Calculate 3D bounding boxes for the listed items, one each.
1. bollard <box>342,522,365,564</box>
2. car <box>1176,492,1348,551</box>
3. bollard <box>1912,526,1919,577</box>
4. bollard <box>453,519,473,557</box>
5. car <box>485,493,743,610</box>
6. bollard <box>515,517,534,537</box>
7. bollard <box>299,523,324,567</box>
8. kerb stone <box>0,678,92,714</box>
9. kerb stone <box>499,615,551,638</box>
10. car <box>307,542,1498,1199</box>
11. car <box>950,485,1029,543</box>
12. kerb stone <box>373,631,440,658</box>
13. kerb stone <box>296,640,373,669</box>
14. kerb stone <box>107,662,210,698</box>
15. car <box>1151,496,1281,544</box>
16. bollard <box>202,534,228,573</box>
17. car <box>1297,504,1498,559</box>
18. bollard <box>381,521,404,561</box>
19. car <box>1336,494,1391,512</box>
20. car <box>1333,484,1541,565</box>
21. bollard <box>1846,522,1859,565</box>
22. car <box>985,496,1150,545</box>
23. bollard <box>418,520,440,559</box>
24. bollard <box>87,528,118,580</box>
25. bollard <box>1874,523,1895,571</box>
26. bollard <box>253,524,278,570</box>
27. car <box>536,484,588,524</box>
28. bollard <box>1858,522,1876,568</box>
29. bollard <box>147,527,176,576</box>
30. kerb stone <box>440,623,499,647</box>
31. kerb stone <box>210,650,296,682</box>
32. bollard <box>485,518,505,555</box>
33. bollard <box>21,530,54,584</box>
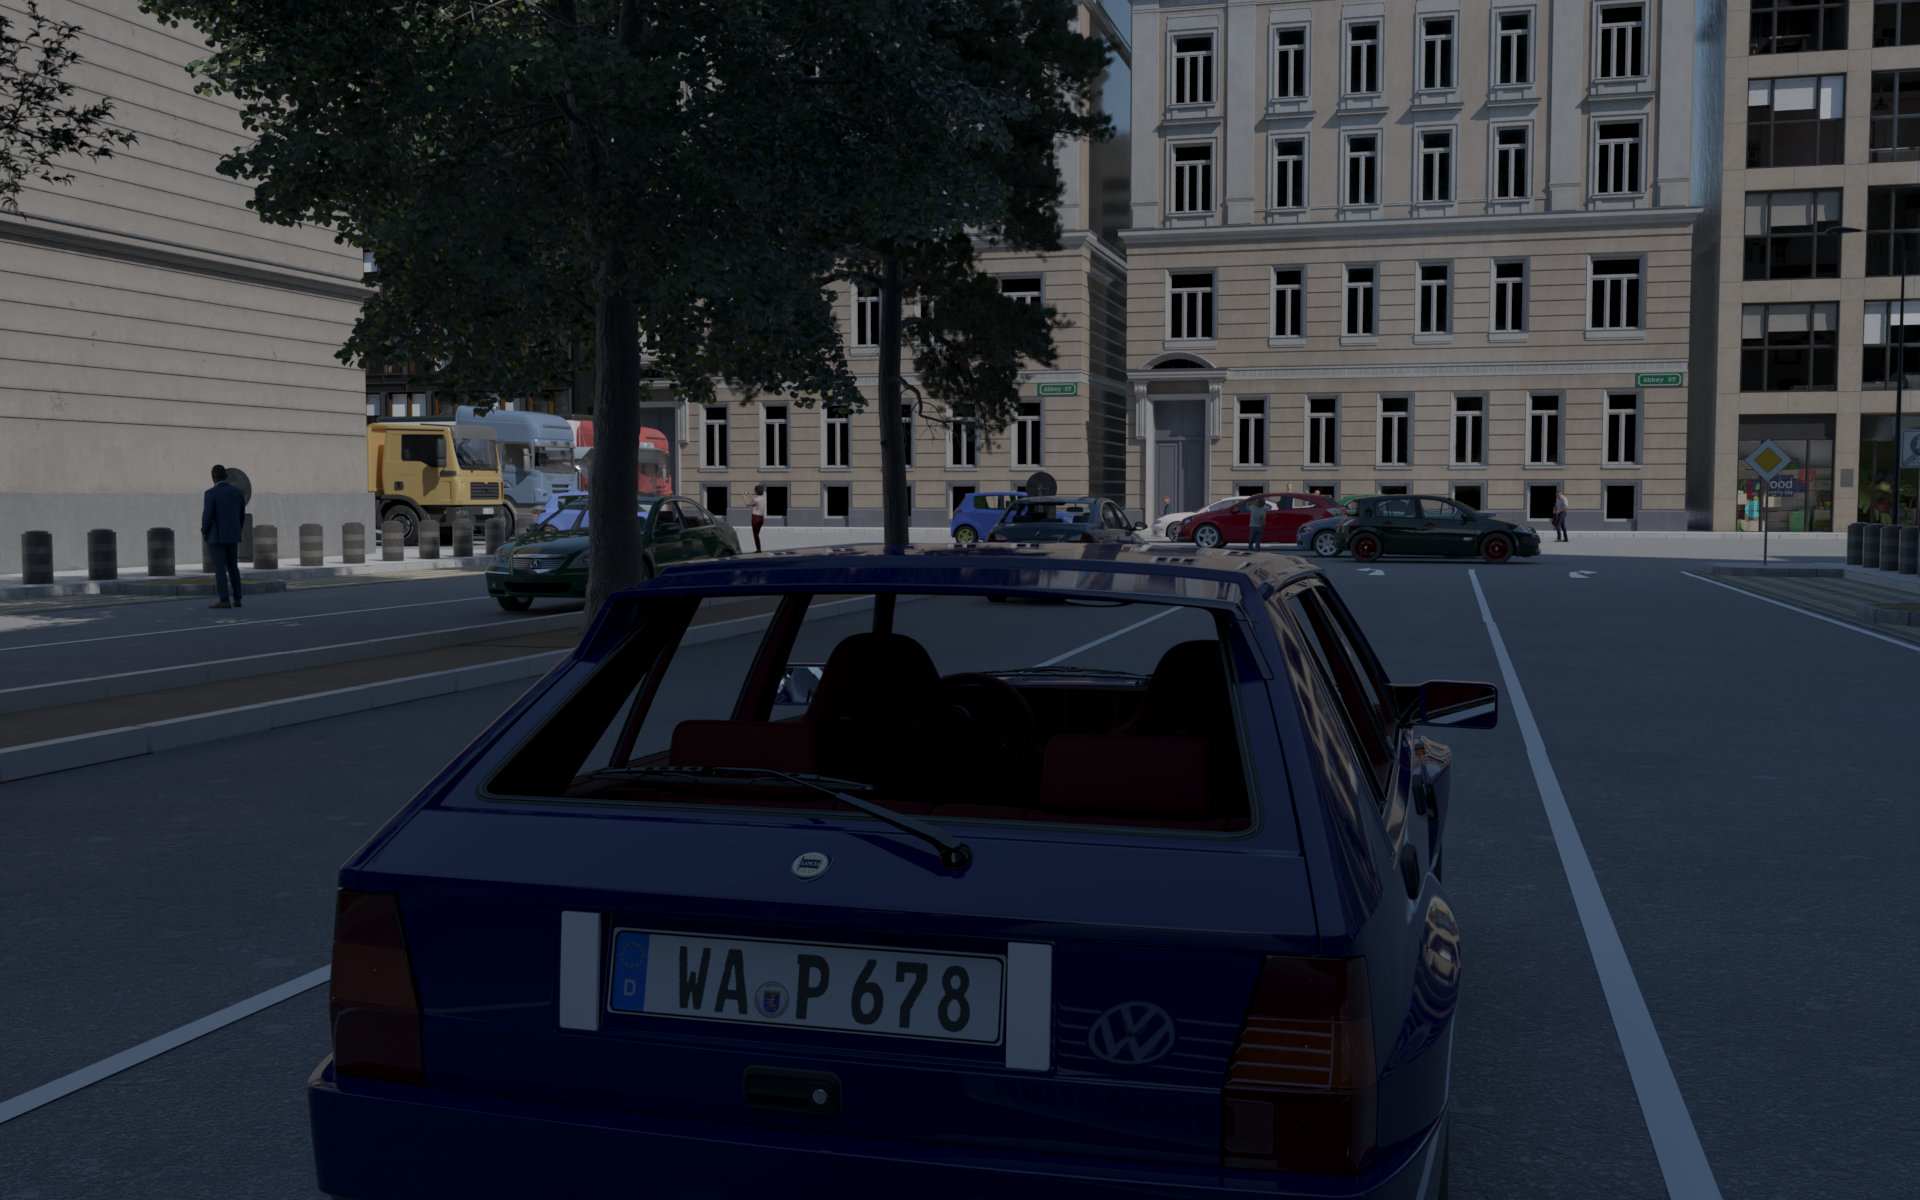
[{"bbox_3d":[-11.193,-1.055,31.964,0.404,0.777,0.398,0,3,0],"label":"bollard"},{"bbox_3d":[7.799,-2.172,44.553,4.494,1.783,2.155,1,4,17],"label":"car"},{"bbox_3d":[15.303,-0.800,27.803,0.404,0.777,0.398,0,3,0],"label":"bollard"},{"bbox_3d":[-10.198,-1.273,35.533,0.404,0.777,0.398,0,3,0],"label":"bollard"},{"bbox_3d":[-4.394,-0.661,22.612,2.131,1.459,4.920,1,4,14],"label":"car"},{"bbox_3d":[-9.533,-1.419,37.915,0.404,0.777,0.398,0,3,0],"label":"bollard"},{"bbox_3d":[-11.527,-0.982,30.772,0.404,0.777,0.398,0,3,0],"label":"bollard"},{"bbox_3d":[-6.144,0.649,11.587,0.120,0.150,1.000,1,4,16],"label":"kerb stone"},{"bbox_3d":[-4.476,0.285,17.542,0.120,0.150,1.000,1,4,16],"label":"kerb stone"},{"bbox_3d":[0.276,0.517,4.124,1.945,1.354,3.894,1,4,15],"label":"car"},{"bbox_3d":[1.611,-2.244,46.287,3.694,1.707,1.945,1,4,17],"label":"car"},{"bbox_3d":[-5.028,0.406,15.559,0.120,0.150,1.000,1,4,16],"label":"kerb stone"},{"bbox_3d":[-5.312,0.470,14.567,0.120,0.150,1.000,1,4,16],"label":"kerb stone"},{"bbox_3d":[-5.864,0.588,12.580,0.120,0.150,1.000,1,4,16],"label":"kerb stone"},{"bbox_3d":[8.029,-2.362,50.986,4.827,1.381,2.083,1,4,17],"label":"car"},{"bbox_3d":[-12.197,-0.834,28.360,0.404,0.777,0.398,0,3,0],"label":"bollard"},{"bbox_3d":[9.910,-1.666,39.239,4.499,1.417,2.014,1,4,16],"label":"car"},{"bbox_3d":[-10.859,-1.128,33.153,0.404,0.777,0.398,0,3,0],"label":"bollard"},{"bbox_3d":[11.493,-2.107,46.243,4.920,1.459,2.131,1,4,15],"label":"car"},{"bbox_3d":[9.981,-1.622,36.312,4.222,1.686,2.009,1,4,17],"label":"car"},{"bbox_3d":[16.300,-1.020,31.394,0.404,0.777,0.398,0,3,0],"label":"bollard"},{"bbox_3d":[1.540,-0.744,24.163,2.014,1.417,4.499,1,4,15],"label":"car"},{"bbox_3d":[-10.528,-1.200,34.343,0.404,0.777,0.398,0,3,0],"label":"bollard"},{"bbox_3d":[-12.865,-0.689,25.982,0.404,0.777,0.398,0,3,0],"label":"bollard"},{"bbox_3d":[15.633,-0.873,28.998,0.404,0.777,0.398,0,3,0],"label":"bollard"},{"bbox_3d":[-11.862,-0.909,29.571,0.404,0.777,0.398,0,3,0],"label":"bollard"},{"bbox_3d":[-9.233,-2.190,45.396,3.694,1.707,1.945,1,4,15],"label":"car"},{"bbox_3d":[15.970,-0.947,30.193,0.404,0.777,0.398,0,3,0],"label":"bollard"},{"bbox_3d":[-12.534,-0.762,27.171,0.404,0.777,0.398,0,3,0],"label":"bollard"},{"bbox_3d":[-4.751,0.346,16.554,0.120,0.150,1.000,1,4,16],"label":"kerb stone"},{"bbox_3d":[-5.591,0.528,13.569,0.120,0.150,1.000,1,4,16],"label":"kerb stone"},{"bbox_3d":[-9.858,-1.346,36.724,0.404,0.777,0.398,0,3,0],"label":"bollard"},{"bbox_3d":[-13.202,-0.616,24.786,0.404,0.777,0.398,0,3,0],"label":"bollard"}]
